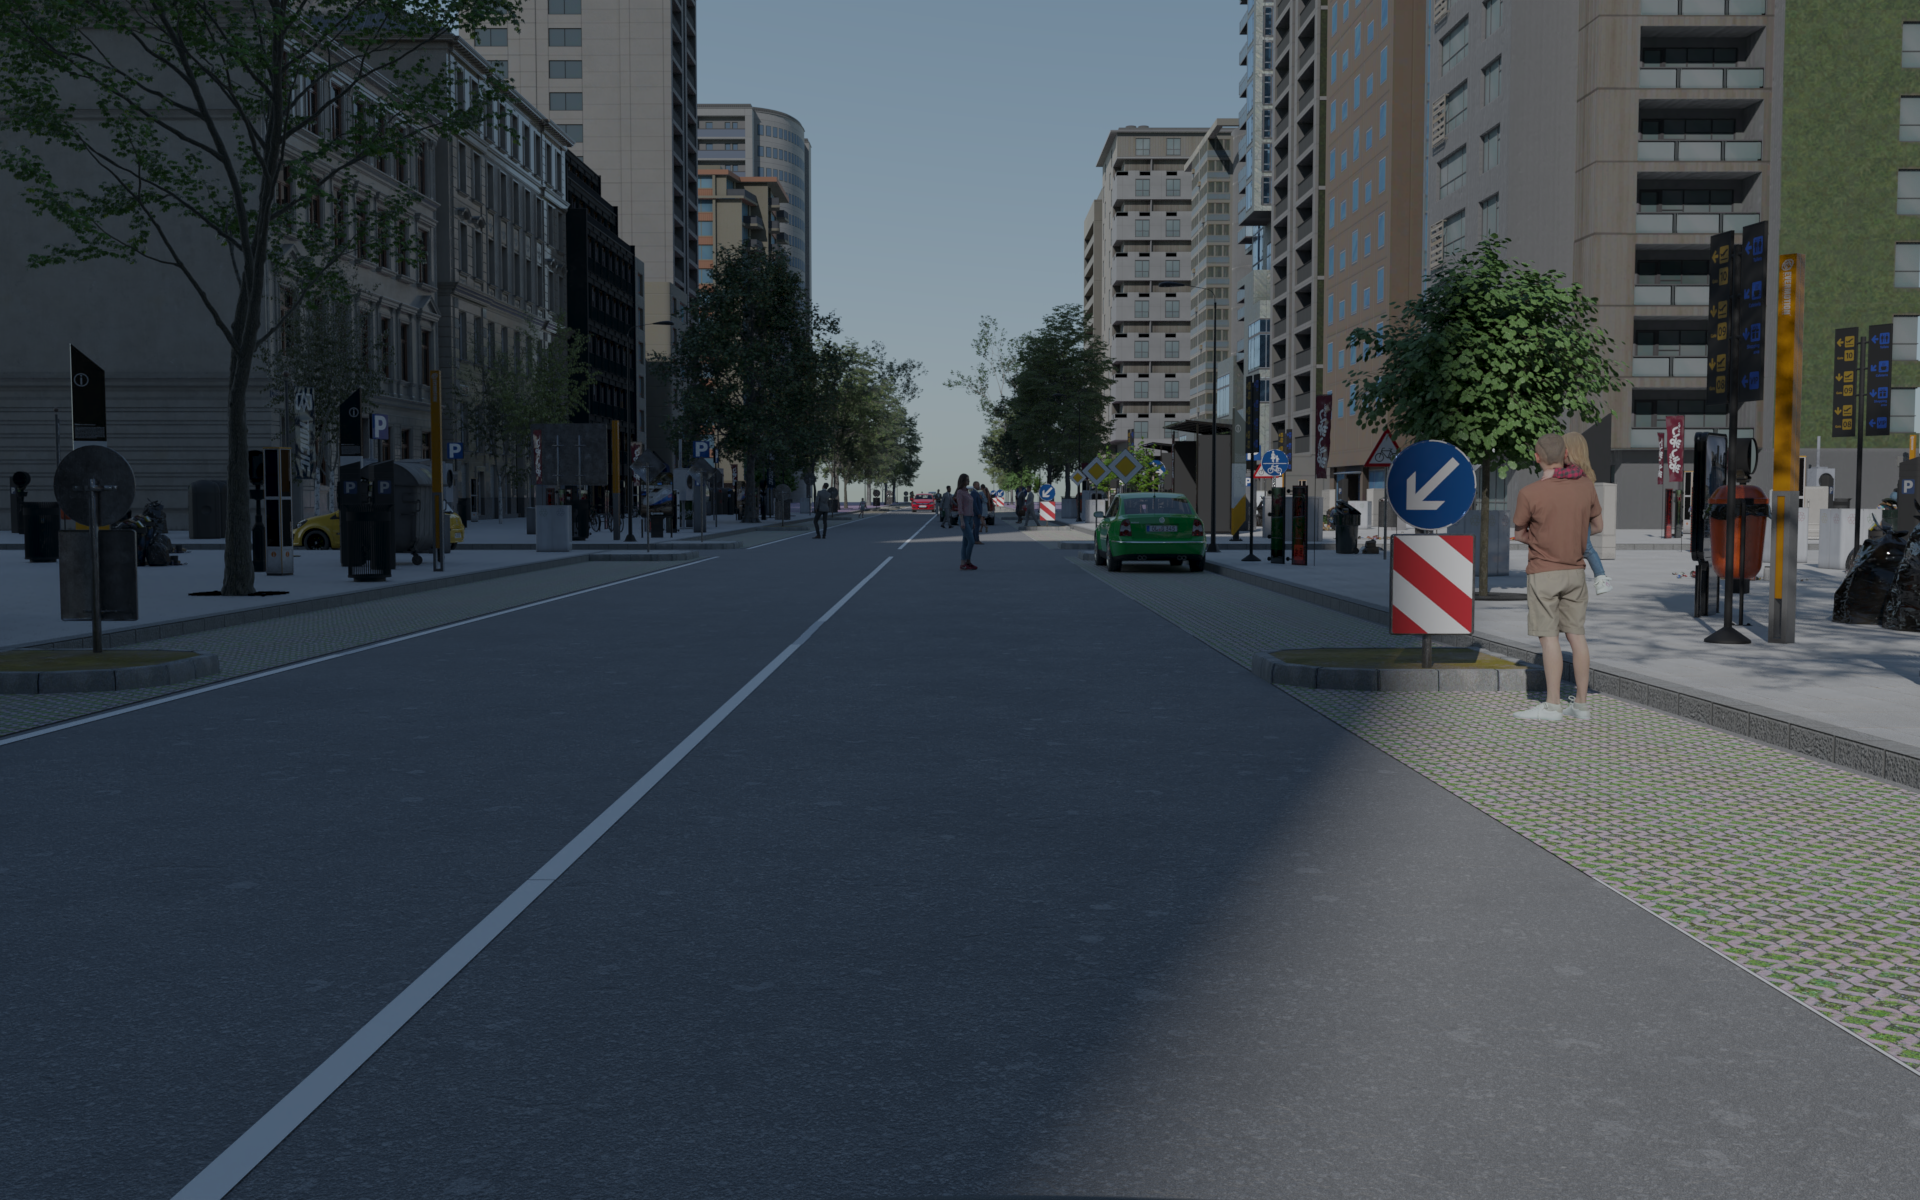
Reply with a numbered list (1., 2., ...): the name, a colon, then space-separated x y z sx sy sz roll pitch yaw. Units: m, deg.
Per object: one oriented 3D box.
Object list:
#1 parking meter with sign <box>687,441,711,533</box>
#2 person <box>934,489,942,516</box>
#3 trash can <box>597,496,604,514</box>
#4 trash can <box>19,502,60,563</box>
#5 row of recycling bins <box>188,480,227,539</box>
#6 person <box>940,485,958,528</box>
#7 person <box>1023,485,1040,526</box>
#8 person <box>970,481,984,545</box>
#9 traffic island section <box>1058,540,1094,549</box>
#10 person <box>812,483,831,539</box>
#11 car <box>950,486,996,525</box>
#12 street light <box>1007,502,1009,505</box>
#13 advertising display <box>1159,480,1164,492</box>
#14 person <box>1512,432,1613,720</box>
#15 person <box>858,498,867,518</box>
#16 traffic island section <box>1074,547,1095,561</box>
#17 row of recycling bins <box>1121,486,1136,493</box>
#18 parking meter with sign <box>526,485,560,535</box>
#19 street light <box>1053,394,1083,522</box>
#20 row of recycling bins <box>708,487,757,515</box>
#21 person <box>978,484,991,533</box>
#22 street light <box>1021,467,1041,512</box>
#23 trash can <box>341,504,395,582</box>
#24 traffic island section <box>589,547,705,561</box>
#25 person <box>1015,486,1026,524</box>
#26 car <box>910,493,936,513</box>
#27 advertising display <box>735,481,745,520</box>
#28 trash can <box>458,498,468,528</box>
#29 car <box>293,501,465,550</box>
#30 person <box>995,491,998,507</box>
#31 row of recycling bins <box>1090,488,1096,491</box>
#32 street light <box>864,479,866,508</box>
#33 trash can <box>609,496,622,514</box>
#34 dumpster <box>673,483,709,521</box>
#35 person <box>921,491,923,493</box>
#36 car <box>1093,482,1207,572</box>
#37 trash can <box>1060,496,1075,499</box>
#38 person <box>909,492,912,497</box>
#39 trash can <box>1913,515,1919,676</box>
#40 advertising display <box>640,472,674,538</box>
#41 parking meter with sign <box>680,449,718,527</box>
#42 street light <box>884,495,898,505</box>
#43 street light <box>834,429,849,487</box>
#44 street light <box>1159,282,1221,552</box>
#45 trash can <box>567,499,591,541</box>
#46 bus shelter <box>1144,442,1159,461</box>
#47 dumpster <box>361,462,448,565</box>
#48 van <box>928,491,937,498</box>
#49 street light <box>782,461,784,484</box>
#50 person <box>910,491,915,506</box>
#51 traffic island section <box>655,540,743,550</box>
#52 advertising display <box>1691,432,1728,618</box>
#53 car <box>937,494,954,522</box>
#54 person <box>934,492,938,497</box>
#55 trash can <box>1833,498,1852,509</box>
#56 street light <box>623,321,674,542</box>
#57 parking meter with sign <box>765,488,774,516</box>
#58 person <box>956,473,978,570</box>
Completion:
1. parking meter with sign: -8.683 -3.764 57.799 0.543 3.016 1.738 -1 4 -13
2. person: -1.387 -6.298 112.018 0.519 1.759 0.362 0 4 -7
3. trash can: -21.854 -5.776 106.095 0.748 1.137 0.748 0 3 0
4. trash can: -17.244 -1.278 32.541 0.748 1.137 0.748 0 3 0
5. row of recycling bins: -21.855 -2.679 50.917 1.069 1.692 3.534 -1 4 -11
6. person: -0.518 -3.896 72.472 0.850 1.792 0.678 3 5 40
7. person: 2.944 -3.864 71.953 0.850 1.792 0.678 -1 4 -9
8. person: 0.463 -2.494 49.453 0.419 1.800 0.721 0 4 -5
9. traffic island section: 3.649 -1.459 46.135 2.009 0.180 2.903 0 3 0
10. person: -4.451 -2.874 55.671 0.592 1.802 0.473 -1 4 -21
11. car: 0.551 -4.425 81.023 2.281 1.827 5.304 0 4 -1
12. street light: 5.050 -11.306 157.391 1.470 5.913 1.316 0 3 0
13. advertising display: 8.883 -4.393 77.036 0.123 1.923 0.974 1 4 22
14. person: 3.840 -0.156 11.031 0.573 1.828 0.580 2 4 31
15. person: -5.800 -5.497 103.397 0.505 1.210 0.382 -2 4 -26
16. traffic island section: 3.655 -0.971 38.150 2.009 0.180 2.903 0 3 0
17. row of recycling bins: 8.594 -5.139 91.132 1.069 1.692 3.534 1 4 20
18. parking meter with sign: -13.302 -3.630 55.615 0.543 3.016 1.738 1 4 18
19. street light: 4.988 -6.588 80.253 1.470 5.913 1.316 0 3 0
20. row of recycling bins: -14.529 -6.367 111.217 3.534 1.692 1.069 -3 5 -39
21. person: 0.902 -3.408 64.308 0.616 1.811 0.778 -2 4 -28
22. street light: 5.042 -9.073 120.890 1.470 5.913 1.316 0 3 0
23. trash can: -8.679 -0.843 25.438 0.748 1.137 0.748 0 3 0
24. traffic island section: -6.887 -0.970 38.147 2.009 0.180 2.903 0 3 0
25. person: 2.922 -4.604 83.743 0.622 1.834 0.822 2 4 35
26. car: -2.812 -7.744 135.657 2.155 1.783 4.494 0 4 2
27. advertising display: -10.777 -4.872 84.871 0.123 1.923 0.974 1 4 18
28. trash can: -18.177 -3.125 62.748 0.748 1.137 0.748 0 3 0
29. car: -14.047 -1.929 41.771 3.980 1.641 2.015 0 4 2
30. person: 3.698 -10.425 179.626 1.217 1.739 0.721 -2 4 -24
31. row of recycling bins: 8.158 -5.804 102.013 1.069 1.692 3.534 0 4 -1
32. street light: -8.381 -11.634 162.751 1.470 5.913 1.316 0 3 0
33. trash can: -20.568 -5.615 103.460 0.748 1.137 0.748 0 3 0
34. dumpster: -10.204 -3.785 64.378 1.502 2.255 1.985 0 3 0
35. person: -5.455 -14.620 247.552 0.705 1.822 1.348 -1 4 -9
36. car: 3.585 -1.490 33.156 1.959 1.807 4.718 0 4 -1
37. trash can: 6.891 -6.173 112.585 0.748 1.137 0.748 0 3 0
38. person: -6.936 -14.555 247.201 0.721 1.743 1.217 2 4 34
39. trash can: 6.709 0.012 11.450 0.748 1.137 0.748 0 3 0
40. advertising display: -8.904 -2.791 50.851 0.974 1.923 0.123 -1 4 -14
41. parking meter with sign: -10.249 -4.323 66.946 1.738 3.016 0.543 0 4 4
42. street light: -8.370 -14.263 205.747 1.470 5.913 1.316 0 3 0
43. street light: -8.331 -9.168 122.445 1.470 5.913 1.316 0 3 0
44. street light: 5.041 -4.005 38.023 1.470 5.913 1.316 0 3 0
45. trash can: -10.530 -2.199 47.611 0.748 1.137 0.748 0 3 0
46. bus shelter: 9.533 -5.495 81.132 1.731 3.624 6.357 0 3 0
47. dumpster: -10.274 -1.592 31.788 1.264 1.857 1.865 0 3 0
48. van: -4.391 -16.331 274.027 2.013 2.044 4.112 0 4 2
49. street light: -8.331 -6.991 86.840 1.470 5.913 1.316 0 3 0
50. person: -5.609 -12.058 205.653 0.705 1.823 1.348 3 4 36
51. traffic island section: -6.892 -1.459 46.132 2.009 0.180 2.903 0 3 0
52. advertising display: 7.909 -0.799 18.285 0.123 1.923 0.974 3 4 36
53. car: -0.147 -4.813 90.489 2.131 1.459 4.920 0 4 -1
54. person: -2.967 -13.558 230.997 1.217 1.723 0.721 0 4 -6
55. trash can: 30.231 -2.927 59.516 0.748 1.137 0.748 0 3 0
56. street light: -8.350 -4.526 46.534 1.470 5.913 1.316 0 3 0
57. parking meter with sign: -11.401 -6.562 103.552 0.543 3.016 1.738 -1 4 -22
58. person: 0.113 -1.472 32.571 0.388 1.821 0.555 1 4 11
